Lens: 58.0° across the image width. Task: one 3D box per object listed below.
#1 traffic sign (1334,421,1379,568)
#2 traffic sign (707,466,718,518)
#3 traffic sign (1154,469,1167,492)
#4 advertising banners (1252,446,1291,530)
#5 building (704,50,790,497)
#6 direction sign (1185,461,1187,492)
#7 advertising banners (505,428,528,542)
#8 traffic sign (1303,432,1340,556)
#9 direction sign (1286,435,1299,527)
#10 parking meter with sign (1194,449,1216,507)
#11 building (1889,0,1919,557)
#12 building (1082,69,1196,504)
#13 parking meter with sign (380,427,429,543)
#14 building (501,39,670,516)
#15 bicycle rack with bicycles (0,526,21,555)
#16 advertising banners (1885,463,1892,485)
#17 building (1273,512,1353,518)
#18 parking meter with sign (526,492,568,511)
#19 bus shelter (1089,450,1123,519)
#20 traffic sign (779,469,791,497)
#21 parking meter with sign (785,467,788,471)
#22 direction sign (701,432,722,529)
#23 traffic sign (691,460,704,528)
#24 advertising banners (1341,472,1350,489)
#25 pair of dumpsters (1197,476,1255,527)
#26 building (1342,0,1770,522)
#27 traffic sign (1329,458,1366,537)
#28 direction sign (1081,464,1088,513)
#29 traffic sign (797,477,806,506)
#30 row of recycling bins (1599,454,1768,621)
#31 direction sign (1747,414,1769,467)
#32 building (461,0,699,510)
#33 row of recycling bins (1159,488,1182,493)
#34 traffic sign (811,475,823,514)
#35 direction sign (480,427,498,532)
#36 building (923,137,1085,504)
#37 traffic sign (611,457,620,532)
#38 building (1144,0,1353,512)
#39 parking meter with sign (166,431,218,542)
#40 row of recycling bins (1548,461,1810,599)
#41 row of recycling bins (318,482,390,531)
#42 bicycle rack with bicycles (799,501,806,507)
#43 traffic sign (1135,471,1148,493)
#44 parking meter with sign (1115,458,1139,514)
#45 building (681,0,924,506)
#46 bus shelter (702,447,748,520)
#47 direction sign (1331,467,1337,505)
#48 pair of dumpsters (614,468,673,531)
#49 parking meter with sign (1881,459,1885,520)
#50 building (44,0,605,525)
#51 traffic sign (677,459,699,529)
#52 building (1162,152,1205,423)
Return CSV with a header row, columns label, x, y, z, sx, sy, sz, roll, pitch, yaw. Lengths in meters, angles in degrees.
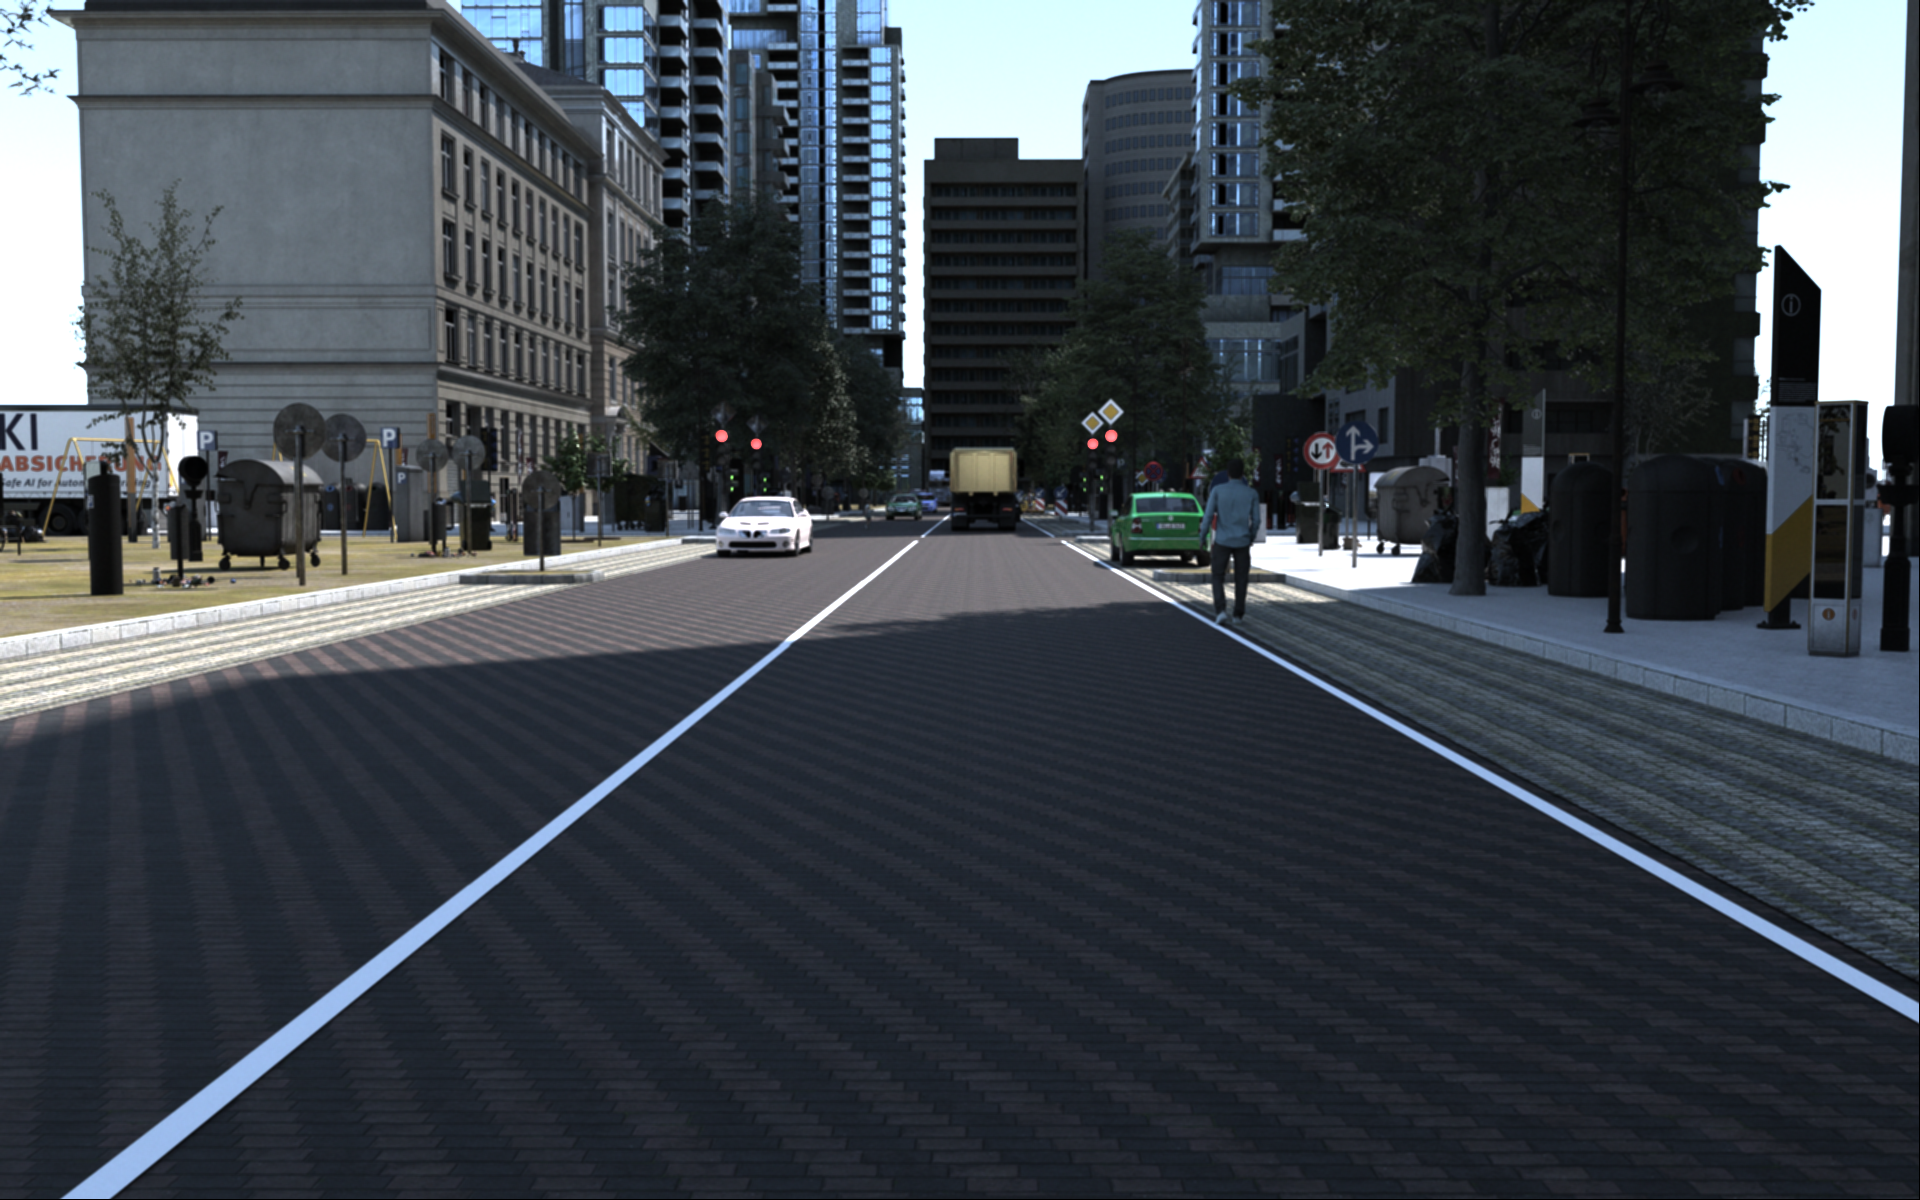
label,x,y,z,sx,sy,sz,roll,pitch,yaw
traffic sign,6.875,-1.835,30.110,0.768,2.556,0.104,0,4,1
traffic sign,-11.211,-4.836,79.167,0.768,2.556,0.104,1,4,9
traffic sign,9.402,-5.012,82.051,0.768,2.556,0.104,0,4,7
advertising banners,11.241,-4.084,62.954,0.090,3.025,2.074,-2,4,-28
building,-34.105,-34.741,187.628,30.456,49.044,23.786,0,4,1
direction sign,14.177,-7.145,108.815,0.379,3.537,0.876,1,4,14
advertising banners,-11.989,-3.081,46.569,0.090,3.025,2.074,-2,4,-26
traffic sign,7.446,-2.176,35.676,0.768,2.556,0.104,0,4,7
direction sign,12.870,-4.596,67.149,0.379,3.537,0.876,-1,4,-21
parking meter with sign,9.279,-4.300,66.572,0.543,3.016,1.738,2,4,26
building,29.975,-24.493,24.159,21.300,48.544,21.600,0,4,1
building,31.247,-42.561,237.873,28.212,58.520,21.231,0,4,1
parking meter with sign,-14.629,-3.049,46.114,0.543,3.016,1.738,1,4,19
building,-26.702,-19.816,109.899,13.634,28.700,20.117,0,4,1
bicycle rack with bicycles,-20.811,-1.344,35.350,2.852,0.926,2.925,0,4,4
advertising banners,36.023,-4.258,65.809,2.074,3.025,0.090,0,4,-3
building,29.986,-48.428,104.461,22.319,86.520,31.000,0,4,1
parking meter with sign,-16.413,-4.446,68.954,1.738,3.016,0.543,1,4,10
bus shelter,7.401,-6.026,89.802,1.731,3.624,6.357,0,4,1
traffic sign,-9.114,-5.470,89.544,0.768,2.556,0.104,0,4,5
parking meter with sign,-10.927,-6.907,109.196,0.543,3.016,1.738,1,4,8
direction sign,-9.032,-4.363,63.328,0.876,3.537,0.379,-1,4,-15
traffic sign,-10.115,-4.002,65.436,0.884,2.594,0.081,0,4,2
advertising banners,19.531,-5.406,84.570,2.074,3.025,0.090,1,4,21
pair of dumpsters,9.699,-3.710,63.153,1.574,2.255,4.437,0,4,1
building,24.915,-18.564,75.217,14.107,30.474,14.160,0,4,1
traffic sign,9.422,-2.576,42.123,0.884,2.594,0.081,0,4,5
direction sign,8.780,-7.816,119.781,0.876,3.537,0.379,2,4,32
traffic sign,-11.637,-7.755,126.804,0.884,2.594,0.081,0,4,1
row of recycling bins,8.062,-0.725,18.964,1.069,1.692,3.534,2,4,35
direction sign,22.844,-3.507,49.330,0.876,3.537,0.379,0,4,4
building,-30.778,-51.133,148.697,22.319,86.520,31.000,0,4,1
row of recycling bins,14.990,-7.333,127.007,3.534,1.692,1.069,2,4,25
traffic sign,-9.041,-6.689,109.468,0.768,2.556,0.104,1,4,9
direction sign,-16.121,-4.118,59.328,0.379,3.537,0.876,1,4,22
building,5.835,-37.590,238.290,21.600,48.544,21.300,0,4,1
traffic sign,-11.812,-3.599,58.950,0.768,2.556,0.104,0,4,6
building,29.641,-51.667,157.419,22.319,86.520,31.000,0,4,1
parking meter with sign,-20.748,-3.088,46.743,0.543,3.016,1.738,0,4,8
row of recycling bins,9.207,-0.885,21.581,3.534,1.692,1.069,0,4,8
row of recycling bins,-21.815,-3.328,61.520,3.534,1.692,1.069,1,4,18
bicycle rack with bicycles,-12.371,-7.219,131.413,2.925,0.926,2.852,-3,5,-44
traffic sign,8.858,-5.086,84.348,0.795,2.450,0.064,0,4,6
parking meter with sign,8.206,-5.316,83.177,0.543,3.016,1.738,-2,4,-33
building,-20.457,-56.599,238.072,31.000,86.520,22.319,0,4,1
bus shelter,-11.808,-5.887,87.529,1.731,3.624,6.357,0,4,1
direction sign,16.101,-5.050,74.568,0.379,3.537,0.876,0,4,-4
pair of dumpsters,-11.467,-3.667,62.453,1.574,2.255,4.437,0,4,0
parking meter with sign,46.394,-5.457,85.481,1.738,3.016,0.543,-1,4,-12
building,-28.584,-15.399,85.050,16.112,22.955,30.059,0,4,1
traffic sign,-10.000,-3.904,63.830,0.884,2.594,0.081,0,4,4
building,35.266,-30.258,186.604,32.217,40.220,23.993,0,4,1
